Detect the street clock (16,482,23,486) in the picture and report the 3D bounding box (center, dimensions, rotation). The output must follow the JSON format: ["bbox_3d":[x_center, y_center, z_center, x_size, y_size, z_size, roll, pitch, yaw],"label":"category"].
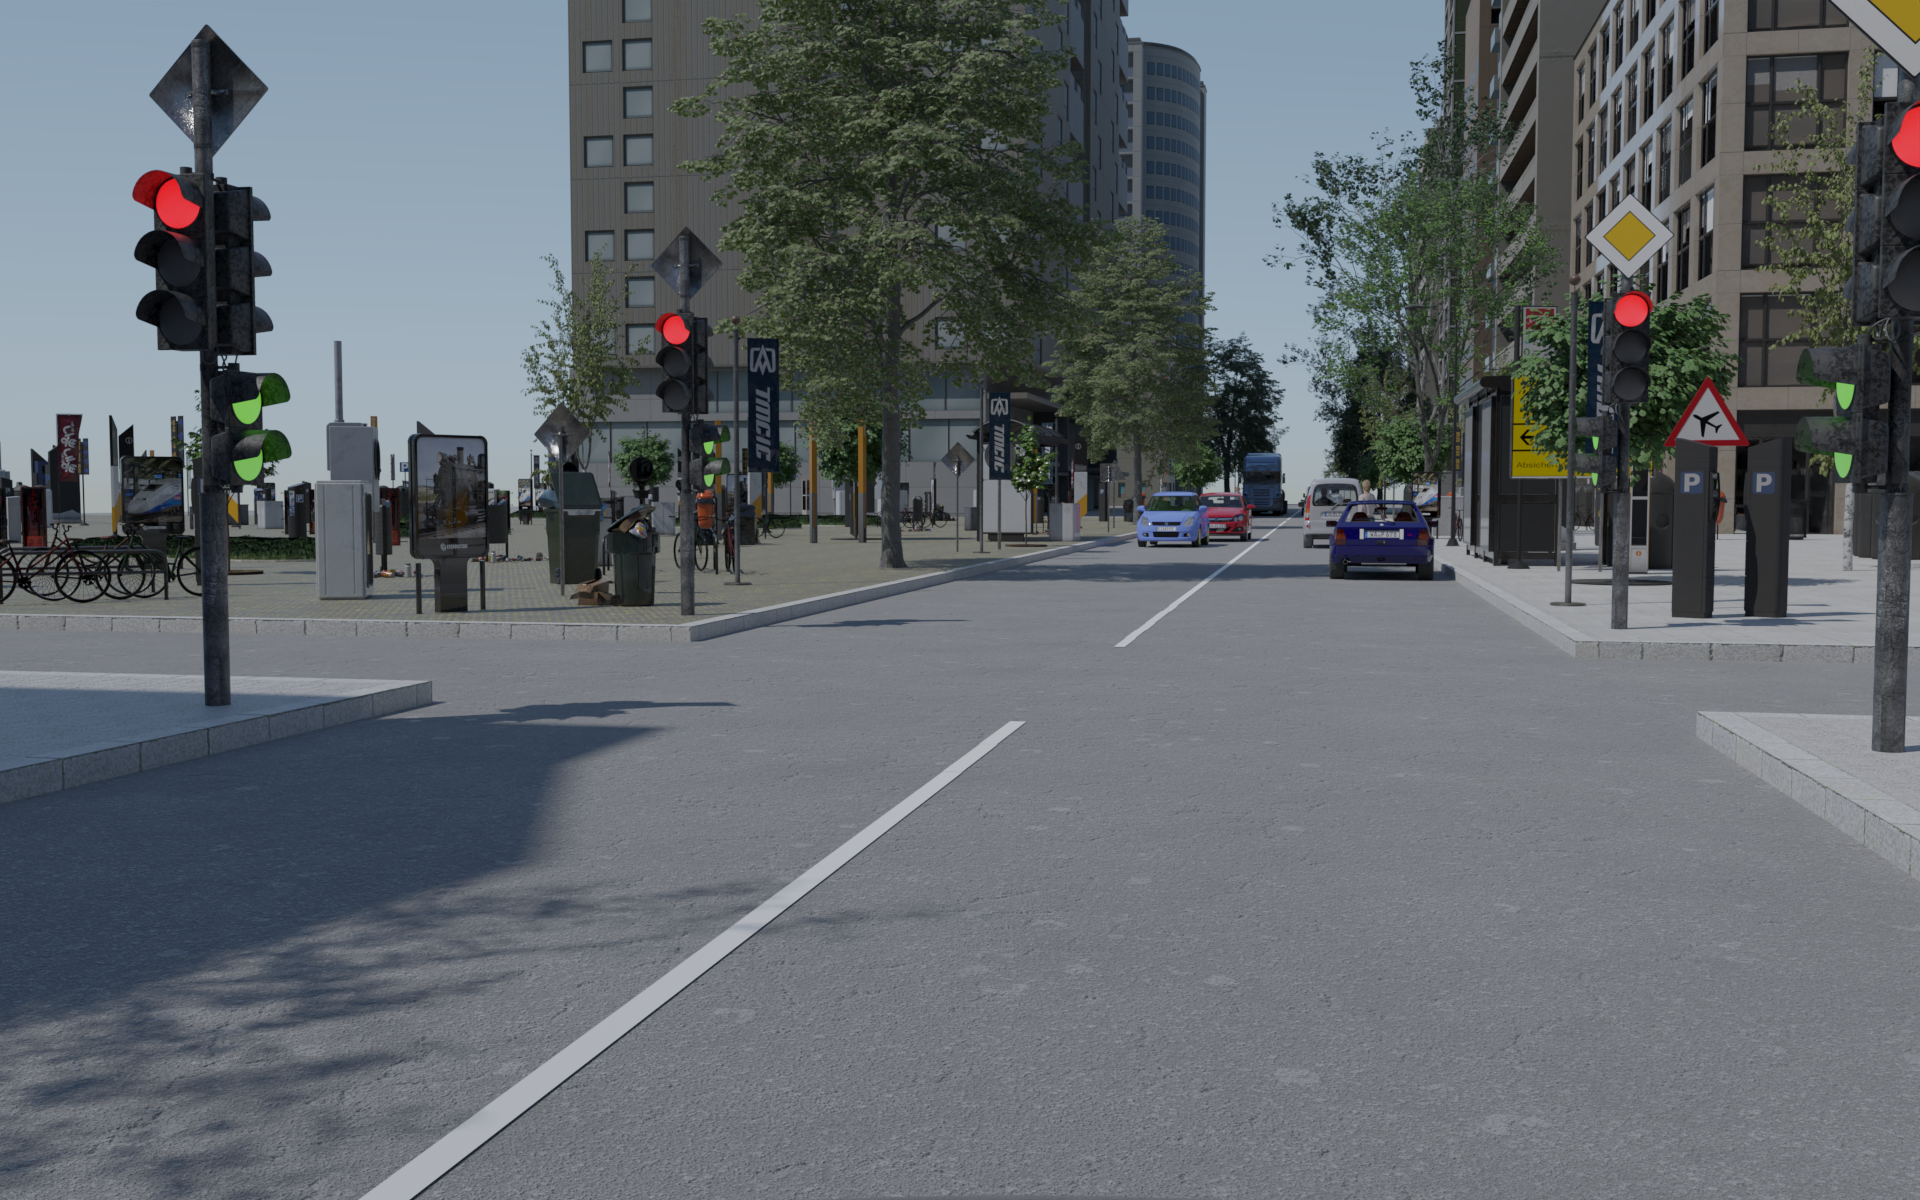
[{"bbox_3d":[-55.275,-5.949,101.834,0.471,2.002,0.358,3,5,44],"label":"street clock"}]

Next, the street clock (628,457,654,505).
[{"bbox_3d":[-6.244,-1.797,33.948,0.471,2.002,0.358,-1,4,-15],"label":"street clock"}]

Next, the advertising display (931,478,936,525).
[{"bbox_3d":[-1.091,-4.053,71.478,0.123,1.923,0.974,0,4,-8],"label":"advertising display"}]

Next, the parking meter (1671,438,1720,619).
[{"bbox_3d":[7.623,-0.748,17.936,0.399,1.863,0.255,3,5,42],"label":"parking meter"}]

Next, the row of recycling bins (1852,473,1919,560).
[{"bbox_3d":[18.730,-1.715,35.151,1.069,1.692,3.534,1,4,19],"label":"row of recycling bins"}]

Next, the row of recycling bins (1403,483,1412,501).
[{"bbox_3d":[15.845,-3.217,59.709,1.069,1.692,3.534,1,4,18],"label":"row of recycling bins"}]

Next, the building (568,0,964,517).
[{"bbox_3d":[-6.904,-31.853,110.043,28.713,52.752,27.495,1,4,12],"label":"building"}]

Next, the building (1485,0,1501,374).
[{"bbox_3d":[49.742,-30.775,122.787,23.786,49.044,30.456,1,4,12],"label":"building"}]

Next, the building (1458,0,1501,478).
[{"bbox_3d":[49.991,-30.322,145.868,14.600,45.320,14.200,1,4,12],"label":"building"}]

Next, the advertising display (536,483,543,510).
[{"bbox_3d":[-23.883,-5.714,98.641,0.974,1.923,0.123,3,5,44],"label":"advertising display"}]

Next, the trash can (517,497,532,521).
[{"bbox_3d":[-20.645,-4.317,82.228,0.748,1.137,0.748,0,3,0],"label":"trash can"}]

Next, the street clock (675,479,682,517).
[{"bbox_3d":[-13.819,-4.958,85.633,0.471,2.002,0.358,2,4,33],"label":"street clock"}]

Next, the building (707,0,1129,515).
[{"bbox_3d":[-1.316,-33.497,136.914,28.713,52.752,27.495,1,4,12],"label":"building"}]

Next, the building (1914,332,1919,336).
[{"bbox_3d":[40.789,-15.238,25.555,44.131,29.872,17.030,1,4,12],"label":"building"}]

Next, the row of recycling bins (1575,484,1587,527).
[{"bbox_3d":[24.966,-3.776,68.857,1.069,1.692,3.534,0,4,-3],"label":"row of recycling bins"}]

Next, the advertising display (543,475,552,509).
[{"bbox_3d":[-13.054,-3.135,56.474,0.974,1.923,0.123,1,4,19],"label":"advertising display"}]

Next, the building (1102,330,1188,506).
[{"bbox_3d":[11.557,-21.736,200.426,27.650,21.520,28.899,1,4,12],"label":"building"}]

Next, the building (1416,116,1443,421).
[{"bbox_3d":[68.608,-36.261,216.563,21.300,48.544,21.600,1,4,12],"label":"building"}]

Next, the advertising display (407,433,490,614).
[{"bbox_3d":[-5.543,-0.832,18.818,0.123,1.923,0.974,3,4,36],"label":"advertising display"}]

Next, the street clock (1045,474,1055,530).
[{"bbox_3d":[3.238,-3.516,62.050,0.471,2.002,0.358,1,4,18],"label":"street clock"}]

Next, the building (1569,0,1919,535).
[{"bbox_3d":[36.909,-16.198,69.357,19.350,26.468,34.151,1,4,12],"label":"building"}]

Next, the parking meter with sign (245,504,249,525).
[{"bbox_3d":[-30.089,-4.576,71.083,0.543,3.016,1.738,2,4,31],"label":"parking meter with sign"}]

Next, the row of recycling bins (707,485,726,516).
[{"bbox_3d":[-10.774,-4.286,77.194,1.069,1.692,3.534,0,4,-3],"label":"row of recycling bins"}]

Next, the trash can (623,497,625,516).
[{"bbox_3d":[-17.241,-4.626,87.293,0.748,1.137,0.748,0,3,0],"label":"trash can"}]

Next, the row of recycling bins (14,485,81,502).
[{"bbox_3d":[-41.623,-4.401,79.069,1.069,1.692,3.534,1,4,17],"label":"row of recycling bins"}]

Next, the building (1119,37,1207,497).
[{"bbox_3d":[20.524,-41.868,226.545,21.231,58.520,28.212,1,4,12],"label":"building"}]

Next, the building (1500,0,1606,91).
[{"bbox_3d":[42.560,-28.994,97.758,21.300,48.544,21.600,1,4,12],"label":"building"}]

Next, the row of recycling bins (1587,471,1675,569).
[{"bbox_3d":[12.122,-1.471,31.164,1.069,1.692,3.534,1,4,13],"label":"row of recycling bins"}]

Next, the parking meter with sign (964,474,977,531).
[{"bbox_3d":[0.914,-3.953,60.891,1.738,3.016,0.543,-3,5,-42],"label":"parking meter with sign"}]

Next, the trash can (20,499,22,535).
[{"bbox_3d":[-29.368,-2.608,54.298,0.748,1.137,0.748,0,3,0],"label":"trash can"}]

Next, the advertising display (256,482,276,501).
[{"bbox_3d":[-38.336,-5.535,95.703,0.974,1.923,0.123,-2,4,-26],"label":"advertising display"}]

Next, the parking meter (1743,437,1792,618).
[{"bbox_3d":[8.415,-0.756,18.071,0.255,1.863,0.399,-3,5,-41],"label":"parking meter"}]

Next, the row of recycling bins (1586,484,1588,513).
[{"bbox_3d":[16.072,-2.102,41.473,1.069,1.692,3.534,0,4,6],"label":"row of recycling bins"}]

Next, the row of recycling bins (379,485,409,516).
[{"bbox_3d":[-27.711,-4.565,81.745,3.534,1.692,1.069,0,4,-5],"label":"row of recycling bins"}]

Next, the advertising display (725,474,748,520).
[{"bbox_3d":[-6.945,-3.044,54.981,0.974,1.923,0.123,-1,4,-18],"label":"advertising display"}]

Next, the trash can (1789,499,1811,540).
[{"bbox_3d":[23.329,-2.247,48.387,0.748,1.137,0.748,0,3,0],"label":"trash can"}]

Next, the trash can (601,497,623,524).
[{"bbox_3d":[-14.084,-3.524,69.271,0.748,1.137,0.748,0,3,0],"label":"trash can"}]

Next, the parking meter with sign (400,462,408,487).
[{"bbox_3d":[-30.316,-6.043,95.060,0.543,3.016,1.738,-1,4,-10],"label":"parking meter with sign"}]

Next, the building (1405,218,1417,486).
[{"bbox_3d":[67.851,-33.733,235.136,14.154,41.232,14.086,1,4,12],"label":"building"}]

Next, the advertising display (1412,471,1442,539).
[{"bbox_3d":[13.319,-2.708,49.485,0.123,1.923,0.974,-2,4,-34],"label":"advertising display"}]

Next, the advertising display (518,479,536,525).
[{"bbox_3d":[-18.146,-4.107,72.358,0.974,1.923,0.123,3,5,45],"label":"advertising display"}]

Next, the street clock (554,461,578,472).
[{"bbox_3d":[-8.736,-2.073,38.472,0.471,2.002,0.358,-2,4,-31],"label":"street clock"}]

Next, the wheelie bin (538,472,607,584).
[{"bbox_3d":[-5.582,-1.035,24.833,0.980,1.594,0.693,-2,4,-35],"label":"wheelie bin"}]

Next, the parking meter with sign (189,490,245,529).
[{"bbox_3d":[-27.170,-4.091,63.150,1.738,3.016,0.543,-1,4,-11],"label":"parking meter with sign"}]

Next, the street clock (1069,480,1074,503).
[{"bbox_3d":[6.024,-5.356,92.133,0.358,2.002,0.471,-2,4,-35],"label":"street clock"}]

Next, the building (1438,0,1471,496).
[{"bbox_3d":[63.298,-46.312,195.458,20.563,71.187,20.611,1,4,12],"label":"building"}]

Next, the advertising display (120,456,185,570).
[{"bbox_3d":[-13.726,-1.483,29.466,0.974,1.923,0.123,-2,4,-34],"label":"advertising display"}]
